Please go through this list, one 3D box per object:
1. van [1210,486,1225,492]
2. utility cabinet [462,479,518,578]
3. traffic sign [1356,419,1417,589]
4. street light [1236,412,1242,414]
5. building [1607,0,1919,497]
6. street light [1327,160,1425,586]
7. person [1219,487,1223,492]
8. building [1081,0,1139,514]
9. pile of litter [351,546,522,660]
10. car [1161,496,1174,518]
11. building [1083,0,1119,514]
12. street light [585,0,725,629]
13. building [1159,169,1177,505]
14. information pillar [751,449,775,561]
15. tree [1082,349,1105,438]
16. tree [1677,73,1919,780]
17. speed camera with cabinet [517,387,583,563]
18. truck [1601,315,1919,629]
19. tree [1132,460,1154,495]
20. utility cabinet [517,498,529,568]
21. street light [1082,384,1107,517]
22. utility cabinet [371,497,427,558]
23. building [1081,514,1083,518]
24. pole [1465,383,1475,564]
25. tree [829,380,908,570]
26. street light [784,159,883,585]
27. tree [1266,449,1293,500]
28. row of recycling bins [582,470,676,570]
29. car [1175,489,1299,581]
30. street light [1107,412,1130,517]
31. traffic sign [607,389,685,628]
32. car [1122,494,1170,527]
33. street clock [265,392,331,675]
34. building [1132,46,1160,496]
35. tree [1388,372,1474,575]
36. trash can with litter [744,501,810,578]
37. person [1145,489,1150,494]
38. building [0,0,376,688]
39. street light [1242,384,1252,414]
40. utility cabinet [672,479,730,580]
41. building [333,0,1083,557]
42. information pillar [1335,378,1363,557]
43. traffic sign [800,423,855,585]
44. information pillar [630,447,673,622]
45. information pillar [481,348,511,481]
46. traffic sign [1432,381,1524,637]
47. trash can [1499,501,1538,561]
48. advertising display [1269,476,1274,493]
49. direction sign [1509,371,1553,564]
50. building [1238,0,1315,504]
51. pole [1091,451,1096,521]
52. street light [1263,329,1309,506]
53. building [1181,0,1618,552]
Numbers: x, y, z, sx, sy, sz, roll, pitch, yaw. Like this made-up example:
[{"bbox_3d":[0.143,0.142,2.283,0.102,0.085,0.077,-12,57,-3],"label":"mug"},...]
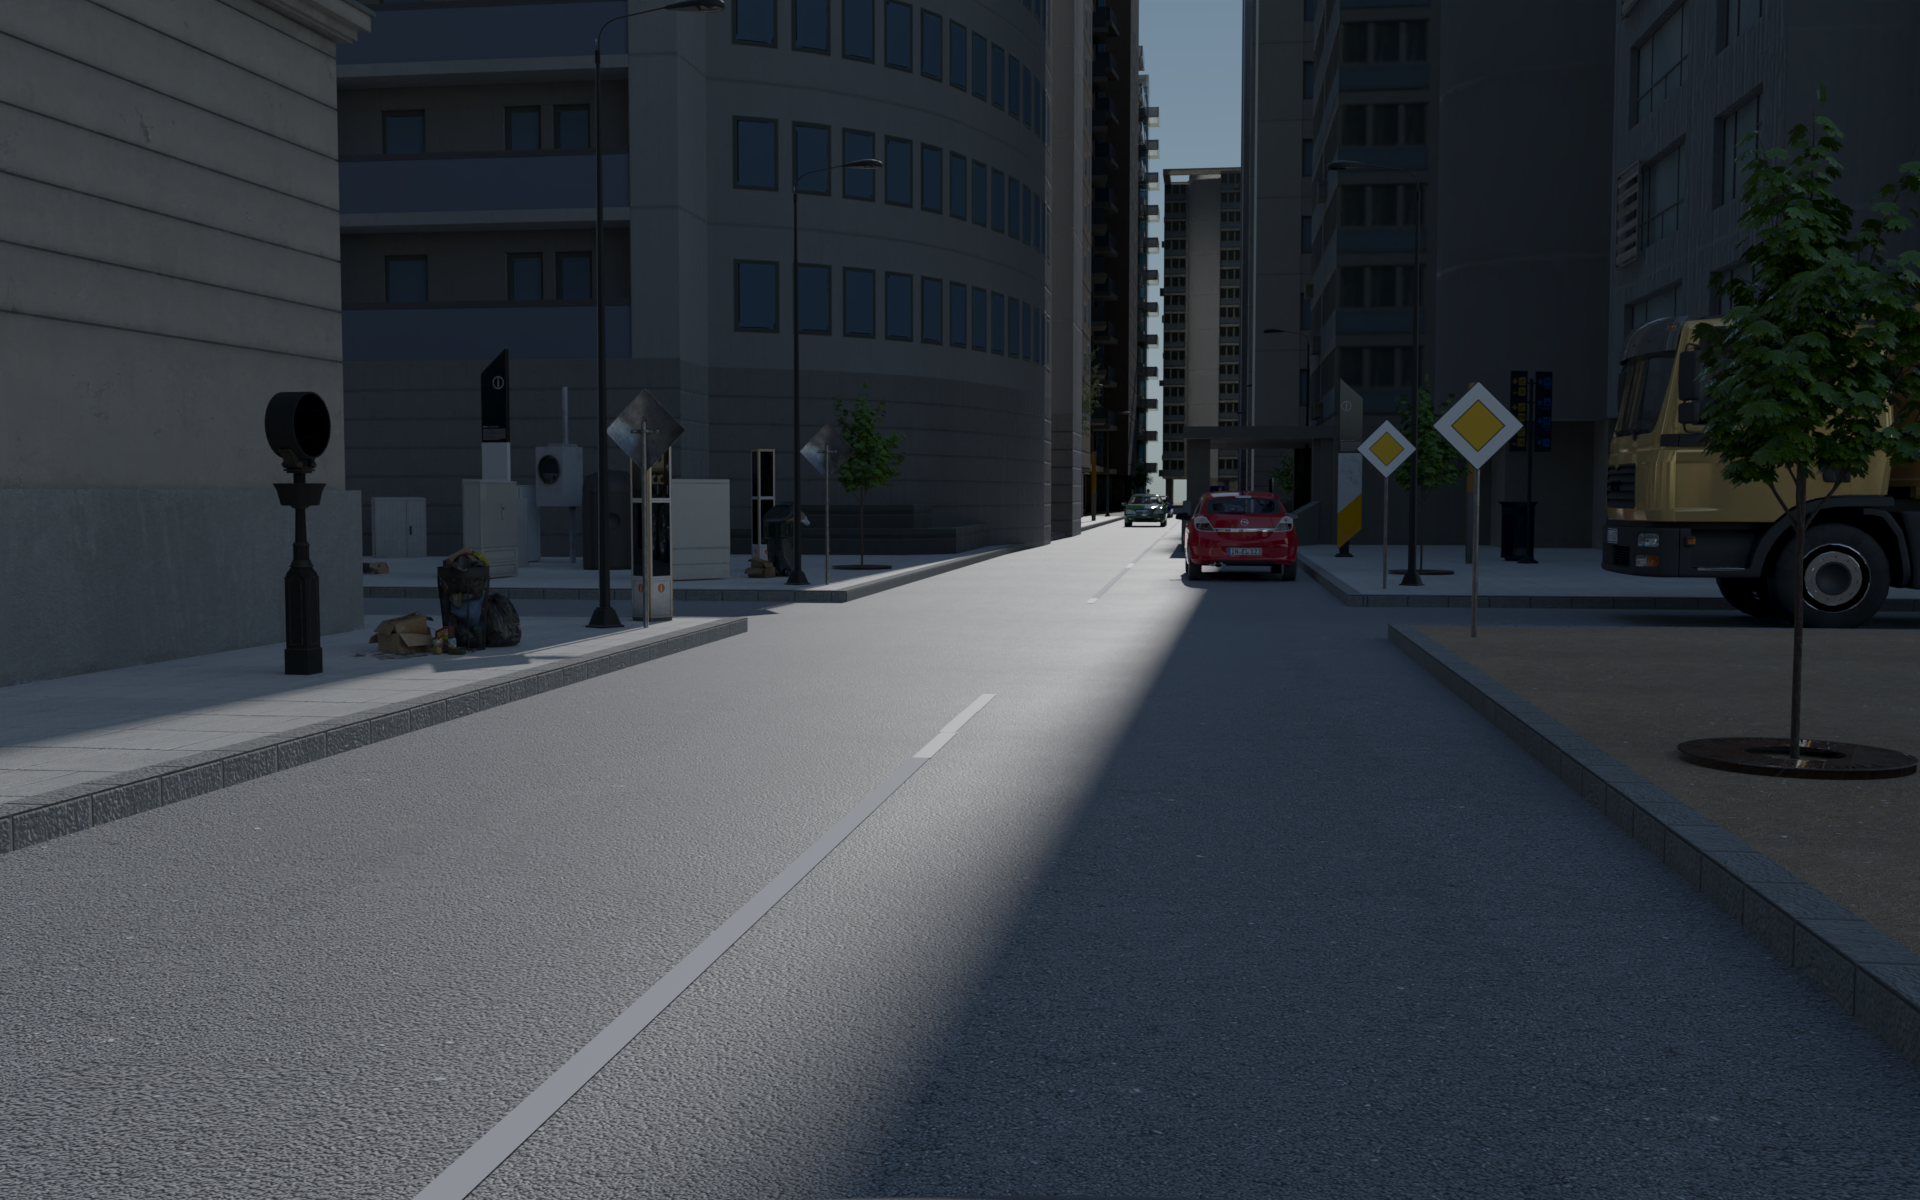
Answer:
[{"bbox_3d":[18.487,-7.517,127.294,2.240,2.365,5.245,0,4,6],"label":"van"},{"bbox_3d":[-7.120,-1.079,26.327,0.318,1.500,1.173,1,4,12],"label":"utility cabinet"},{"bbox_3d":[5.738,-1.206,23.356,0.795,2.450,0.064,1,4,8],"label":"traffic sign"},{"bbox_3d":[16.252,-7.657,97.730,1.470,5.913,1.316,1,4,8],"label":"street light"},{"bbox_3d":[19.295,-21.018,27.231,14.086,41.232,14.154,1,4,8],"label":"building"},{"bbox_3d":[5.809,-3.161,24.223,1.470,5.913,1.316,1,4,8],"label":"street light"},{"bbox_3d":[13.710,-5.067,91.446,0.694,1.812,0.767,2,4,26],"label":"person"},{"bbox_3d":[6.615,-29.646,134.826,14.600,45.320,14.200,1,4,8],"label":"building"},{"bbox_3d":[-4.323,-0.019,14.277,1.176,0.858,1.719,2,4,34],"label":"pile of litter"},{"bbox_3d":[11.900,-5.605,104.215,1.945,1.354,3.894,1,4,10],"label":"car"},{"bbox_3d":[-1.047,-28.110,114.226,22.147,44.769,28.867,1,4,8],"label":"building"},{"bbox_3d":[-2.888,-2.684,16.429,1.470,5.913,1.316,1,4,8],"label":"street light"},{"bbox_3d":[34.651,-30.755,194.727,23.993,40.220,32.217,1,4,8],"label":"building"},{"bbox_3d":[-3.232,-1.466,28.458,0.304,2.012,0.304,-2,4,-31],"label":"information pillar"},{"bbox_3d":[3.615,-7.307,69.838,4.737,8.622,4.395,0,3,0],"label":"tree"},{"bbox_3d":[3.898,-0.824,8.071,1.663,3.219,1.824,0,3,0],"label":"tree"},{"bbox_3d":[-7.982,-2.318,32.230,2.038,3.252,0.660,2,4,29],"label":"speed camera with cabinet"},{"bbox_3d":[11.320,-1.392,18.685,9.791,3.379,3.469,1,4,10],"label":"truck"},{"bbox_3d":[14.810,-10.068,148.327,4.285,4.588,4.351,0,3,0],"label":"tree"},{"bbox_3d":[-7.949,-1.191,30.629,0.306,1.237,1.020,-2,4,-35],"label":"utility cabinet"},{"bbox_3d":[5.361,-6.177,73.537,1.470,5.913,1.316,1,4,8],"label":"street light"},{"bbox_3d":[-11.293,-1.451,34.880,1.020,1.237,0.306,-2,4,-31],"label":"utility cabinet"},{"bbox_3d":[-0.744,-26.732,87.176,14.600,45.320,14.200,1,4,8],"label":"building"},{"bbox_3d":[9.404,-2.322,31.802,0.158,3.312,0.155,0,3,0],"label":"pole"},{"bbox_3d":[-1.623,-2.137,29.534,1.663,3.219,1.824,0,3,0],"label":"tree"},{"bbox_3d":[-1.767,-3.164,24.268,1.470,5.913,1.316,1,4,8],"label":"street light"},{"bbox_3d":[12.709,-4.359,65.870,1.663,3.219,1.824,0,3,0],"label":"tree"},{"bbox_3d":[-5.862,-1.450,30.819,1.069,1.692,3.534,0,4,8],"label":"row of recycling bins"},{"bbox_3d":[4.829,-1.288,30.091,2.155,1.783,4.494,0,4,6],"label":"car"},{"bbox_3d":[8.911,-7.675,98.030,1.470,5.913,1.316,1,4,8],"label":"street light"},{"bbox_3d":[-3.011,-0.790,16.562,0.795,2.450,0.064,1,4,8],"label":"traffic sign"},{"bbox_3d":[8.300,-4.001,77.216,2.131,1.459,4.920,0,4,8],"label":"car"},{"bbox_3d":[-4.683,-0.473,12.303,0.358,2.002,0.471,1,4,12],"label":"street clock"},{"bbox_3d":[7.038,-35.164,194.546,30.456,49.044,23.786,1,4,8],"label":"building"},{"bbox_3d":[7.404,-2.020,27.625,1.663,3.219,1.824,0,3,0],"label":"tree"},{"bbox_3d":[-2.839,-0.939,26.747,0.624,1.170,1.055,2,4,28],"label":"trash can with litter"},{"bbox_3d":[10.964,-5.554,100.094,0.721,1.735,1.217,0,4,-1],"label":"person"},{"bbox_3d":[-17.536,-13.674,10.965,23.554,28.519,14.401,1,4,8],"label":"building"},{"bbox_3d":[12.786,-6.158,73.226,1.470,5.913,1.316,1,4,8],"label":"street light"},{"bbox_3d":[-4.000,-1.044,25.755,1.173,1.500,0.318,-3,5,-41],"label":"utility cabinet"},{"bbox_3d":[-8.055,-30.920,47.533,21.231,58.520,28.212,1,4,8],"label":"building"},{"bbox_3d":[7.896,-2.677,35.125,0.504,3.616,0.183,0,4,-1],"label":"information pillar"},{"bbox_3d":[-1.876,-1.274,24.467,0.795,2.450,0.064,1,4,8],"label":"traffic sign"},{"bbox_3d":[-3.116,-0.795,17.488,0.304,2.012,0.304,3,5,40],"label":"information pillar"},{"bbox_3d":[-7.459,-2.235,27.900,0.504,3.616,0.183,1,4,17],"label":"information pillar"},{"bbox_3d":[4.602,-0.722,15.452,0.795,2.450,0.064,1,4,8],"label":"traffic sign"},{"bbox_3d":[10.670,-1.314,33.135,0.748,1.137,0.748,0,3,0],"label":"trash can"},{"bbox_3d":[11.429,-3.568,63.558,0.123,1.923,0.974,1,4,15],"label":"advertising display"},{"bbox_3d":[10.518,-2.445,31.970,0.876,3.537,0.379,-1,4,-16],"label":"direction sign"},{"bbox_3d":[36.001,-37.594,156.661,21.231,58.520,28.212,1,4,8],"label":"building"},{"bbox_3d":[6.407,-5.447,82.901,0.158,3.312,0.155,0,3,0],"label":"pole"},{"bbox_3d":[9.220,-4.660,48.736,1.470,5.913,1.316,1,4,8],"label":"street light"},{"bbox_3d":[22.409,-21.674,46.251,32.217,40.220,23.993,1,4,8],"label":"building"}]
